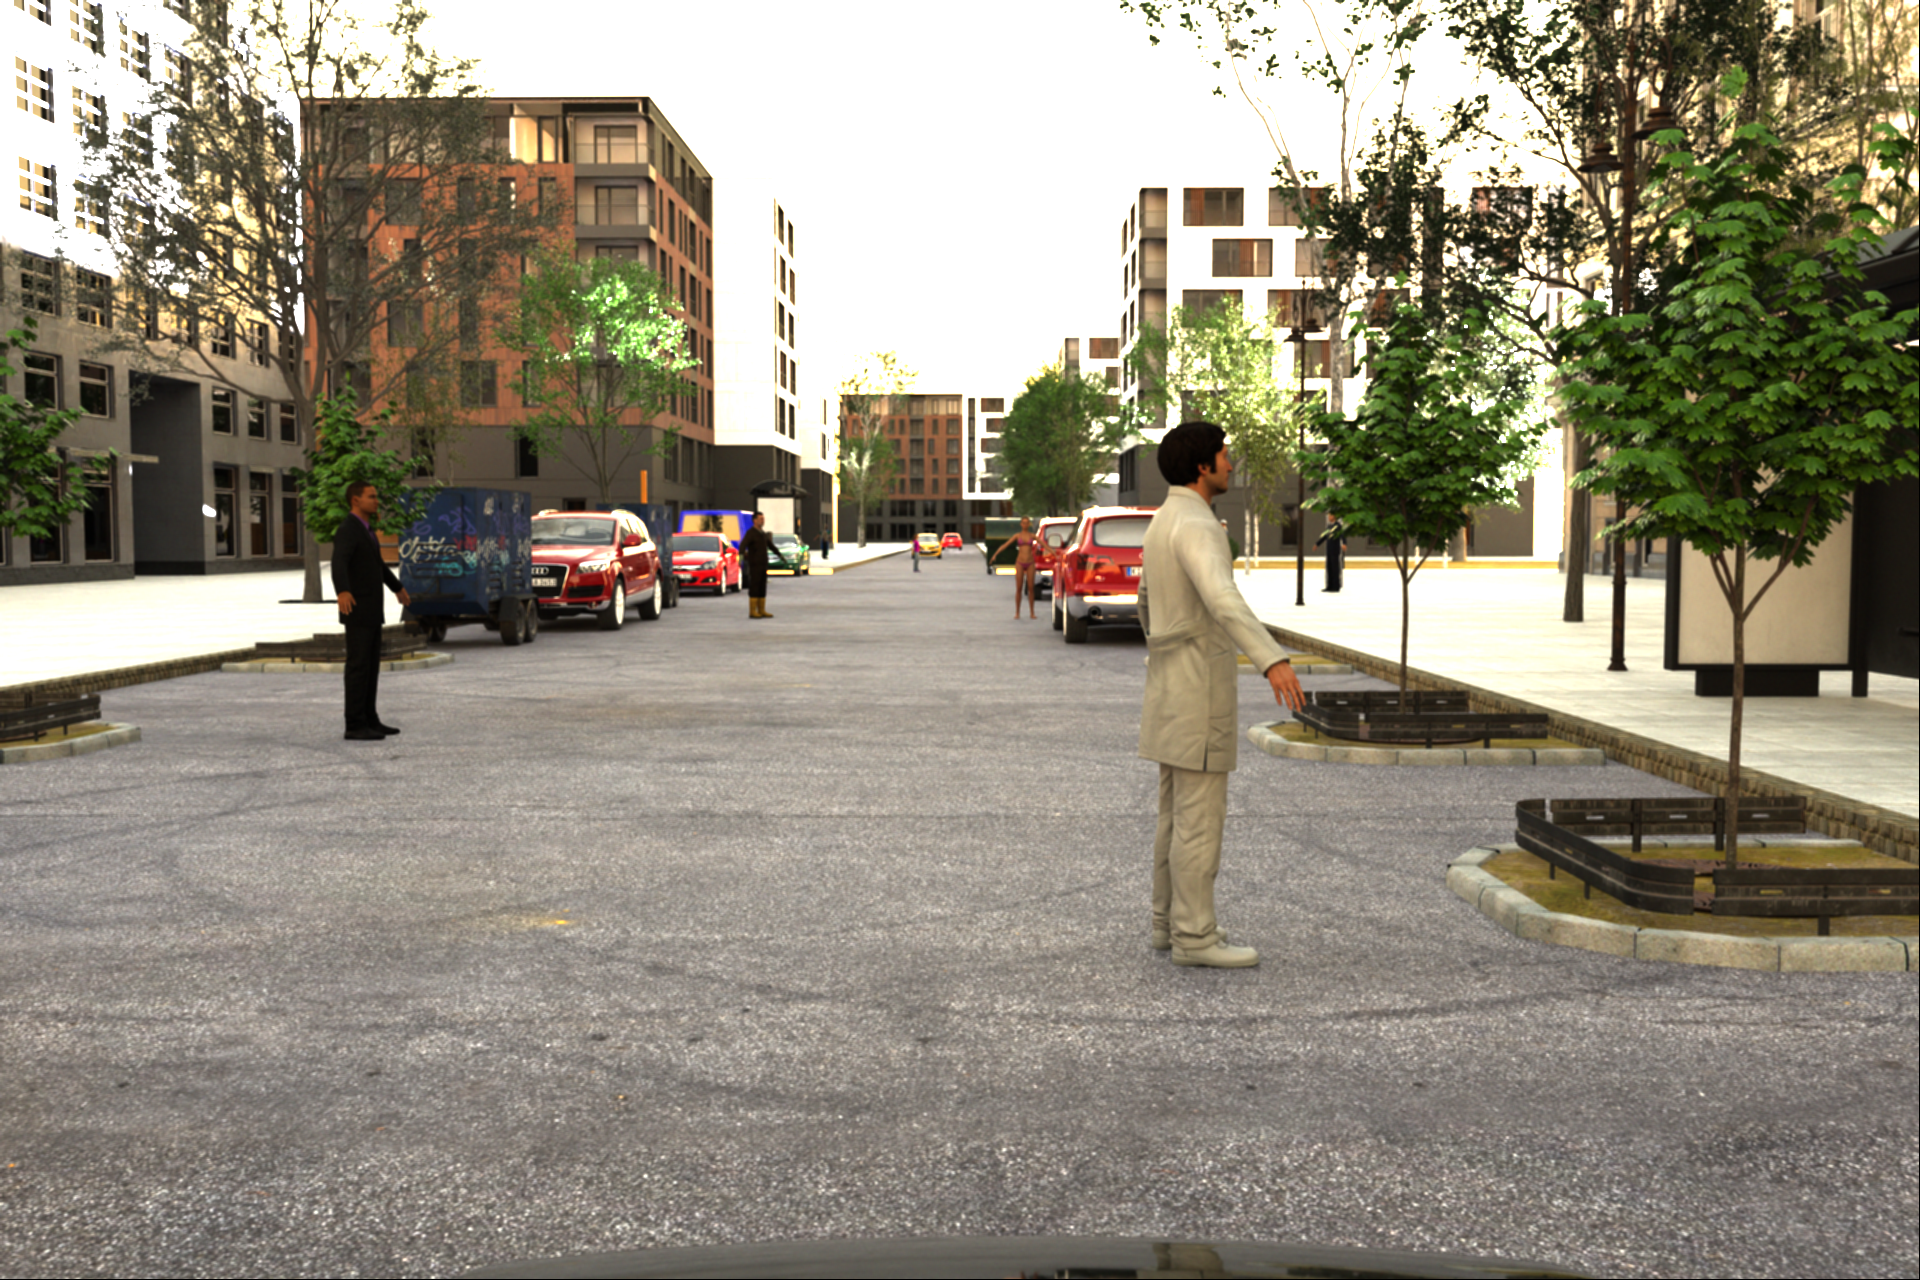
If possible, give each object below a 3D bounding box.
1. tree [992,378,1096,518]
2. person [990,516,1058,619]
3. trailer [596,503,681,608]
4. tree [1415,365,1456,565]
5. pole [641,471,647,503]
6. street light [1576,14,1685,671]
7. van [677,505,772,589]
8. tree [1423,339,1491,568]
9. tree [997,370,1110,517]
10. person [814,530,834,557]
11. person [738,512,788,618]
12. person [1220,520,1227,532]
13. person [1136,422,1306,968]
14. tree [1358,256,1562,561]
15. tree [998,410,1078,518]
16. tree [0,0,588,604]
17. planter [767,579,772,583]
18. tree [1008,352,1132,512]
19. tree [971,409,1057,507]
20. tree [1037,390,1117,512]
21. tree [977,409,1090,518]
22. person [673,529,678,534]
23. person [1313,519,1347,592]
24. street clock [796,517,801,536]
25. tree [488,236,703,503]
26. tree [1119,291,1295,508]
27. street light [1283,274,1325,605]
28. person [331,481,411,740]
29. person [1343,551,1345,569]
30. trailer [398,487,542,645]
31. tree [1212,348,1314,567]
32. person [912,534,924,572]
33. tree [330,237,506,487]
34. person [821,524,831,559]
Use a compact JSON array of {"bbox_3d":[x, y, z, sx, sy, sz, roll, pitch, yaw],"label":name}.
[{"bbox_3d":[5.994,-12.538,123.119,7.486,12.596,7.792,0,3,0],"label":"tree"},{"bbox_3d":[1.109,-1.225,29.291,1.217,1.733,0.721,0,4,-2],"label":"person"},{"bbox_3d":[-6.280,-1.585,32.969,1.471,1.999,3.904,0,4,0],"label":"trailer"},{"bbox_3d":[19.176,-7.438,71.980,4.360,8.622,3.978,0,3,0],"label":"tree"},{"bbox_3d":[-10.148,-3.782,55.676,0.158,3.312,0.155,0,3,0],"label":"pole"},{"bbox_3d":[6.185,-2.650,16.115,0.468,5.910,1.993,0,4,1],"label":"street light"},{"bbox_3d":[-6.407,-2.616,47.164,2.240,2.365,5.245,0,4,1],"label":"van"},{"bbox_3d":[18.332,-7.024,65.207,4.360,8.622,3.978,0,3,0],"label":"tree"},{"bbox_3d":[5.987,-11.290,110.343,9.928,11.665,9.643,0,3,0],"label":"tree"},{"bbox_3d":[-7.748,-5.684,99.067,1.347,1.817,0.704,2,4,29],"label":"person"},{"bbox_3d":[-3.420,-1.283,29.567,0.704,1.812,1.346,2,4,29],"label":"person"},{"bbox_3d":[10.253,-3.778,67.630,0.705,1.847,1.347,1,4,17],"label":"person"},{"bbox_3d":[0.814,0.170,5.858,0.705,1.806,1.347,-1,4,-10],"label":"person"},{"bbox_3d":[23.591,-10.679,81.259,9.857,13.997,8.962,0,3,0],"label":"tree"},{"bbox_3d":[6.749,-13.333,136.115,7.486,12.596,7.792,0,3,0],"label":"tree"},{"bbox_3d":[-12.027,-7.441,32.035,12.009,13.543,11.850,0,3,0],"label":"tree"},{"bbox_3d":[-6.562,-1.819,50.888,1.991,0.319,1.994,0,4,0],"label":"planter"},{"bbox_3d":[6.326,-10.650,99.890,9.928,11.665,9.643,0,3,0],"label":"tree"},{"bbox_3d":[6.178,-15.483,163.517,12.009,13.543,11.850,0,3,0],"label":"tree"},{"bbox_3d":[5.677,-8.527,89.775,4.360,8.622,3.978,0,3,0],"label":"tree"},{"bbox_3d":[6.272,-14.554,148.322,12.009,13.543,11.850,0,3,0],"label":"tree"},{"bbox_3d":[-9.246,-3.190,58.334,1.348,1.807,0.705,0,4,-3],"label":"person"},{"bbox_3d":[8.255,-1.981,38.437,0.704,1.823,1.345,-1,4,-18],"label":"person"},{"bbox_3d":[-6.890,-4.191,73.093,0.358,2.002,0.471,0,4,1],"label":"street clock"},{"bbox_3d":[-12.626,-8.278,61.093,9.928,11.665,9.643,0,3,0],"label":"tree"},{"bbox_3d":[10.747,-9.168,75.655,9.928,11.665,9.643,0,3,0],"label":"tree"},{"bbox_3d":[6.132,-3.564,31.062,0.468,5.910,1.993,0,3,0],"label":"street light"},{"bbox_3d":[-4.174,-0.214,12.183,0.704,1.802,1.346,0,4,-1],"label":"person"},{"bbox_3d":[12.995,-3.235,59.678,0.721,1.737,1.214,2,4,29],"label":"person"},{"bbox_3d":[-6.360,-0.905,21.844,1.471,1.999,3.904,0,4,0],"label":"trailer"},{"bbox_3d":[11.476,-7.190,67.915,4.360,8.622,3.978,0,3,0],"label":"tree"},{"bbox_3d":[-1.590,-3.290,65.511,0.599,1.433,0.991,2,4,24],"label":"person"},{"bbox_3d":[-12.766,-5.672,43.092,4.360,8.622,3.978,0,3,0],"label":"tree"},{"bbox_3d":[-6.879,-5.045,88.611,0.705,1.813,1.348,1,4,11],"label":"person"}]
